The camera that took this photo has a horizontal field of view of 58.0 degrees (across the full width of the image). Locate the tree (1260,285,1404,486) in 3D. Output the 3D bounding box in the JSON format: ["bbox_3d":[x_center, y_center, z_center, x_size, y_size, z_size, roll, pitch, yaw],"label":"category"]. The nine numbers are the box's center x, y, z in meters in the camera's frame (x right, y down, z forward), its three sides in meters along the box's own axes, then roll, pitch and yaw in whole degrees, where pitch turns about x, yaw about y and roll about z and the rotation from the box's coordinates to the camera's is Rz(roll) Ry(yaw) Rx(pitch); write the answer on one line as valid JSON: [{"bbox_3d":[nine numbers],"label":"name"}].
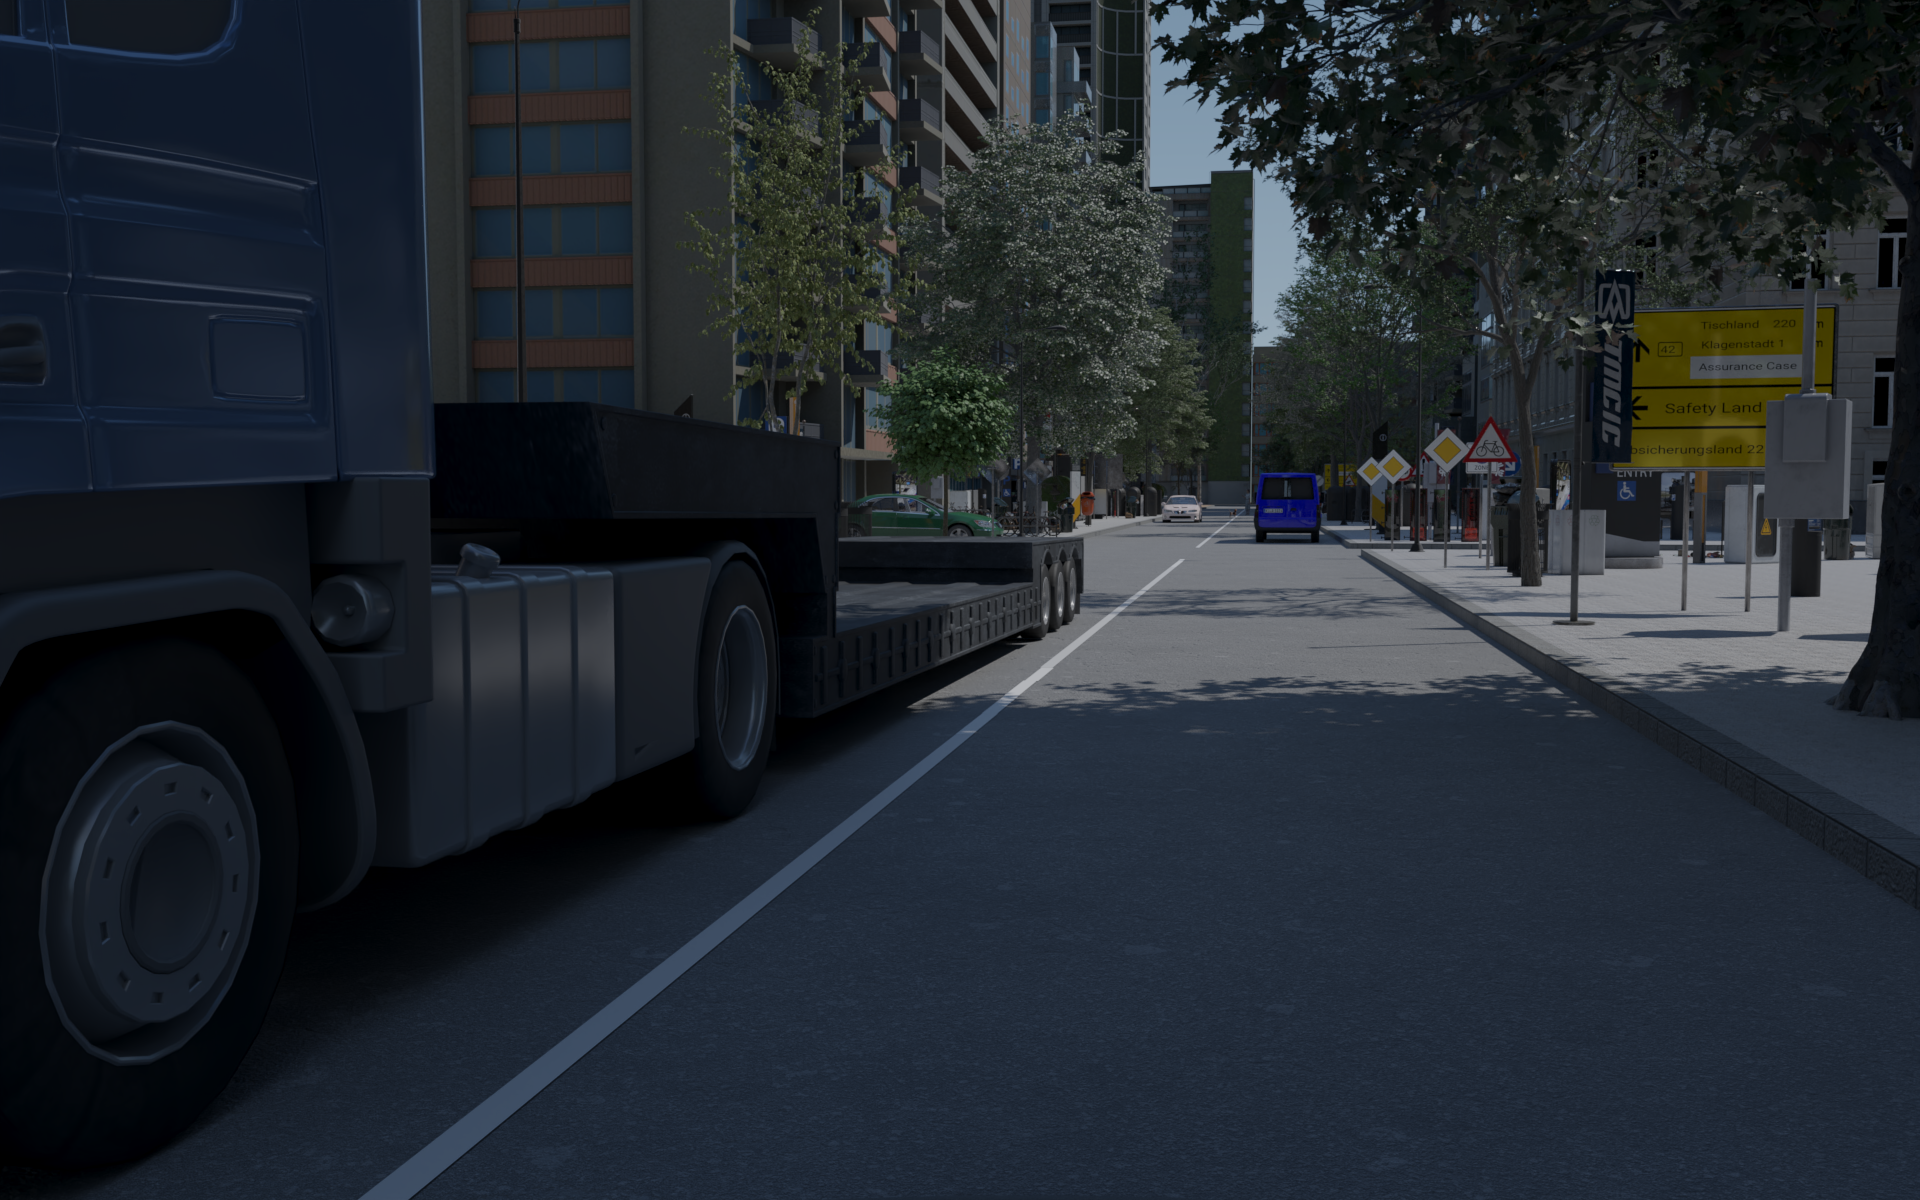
[{"bbox_3d":[19.338,-10.598,91.404,7.486,12.596,7.792,0,3,0],"label":"tree"}]

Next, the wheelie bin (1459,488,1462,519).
[{"bbox_3d":[26.217,-4.998,89.629,0.980,1.594,0.693,3,5,41],"label":"wheelie bin"}]

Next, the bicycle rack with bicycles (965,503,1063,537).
[{"bbox_3d":[1.733,-2.341,51.659,2.925,0.926,2.852,0,4,-2],"label":"bicycle rack with bicycles"}]

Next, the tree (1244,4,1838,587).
[{"bbox_3d":[8.037,-5.486,24.114,8.767,10.594,7.601,1,4,11],"label":"tree"}]

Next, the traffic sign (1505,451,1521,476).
[{"bbox_3d":[15.808,-3.056,50.071,0.768,2.556,0.104,1,4,15],"label":"traffic sign"}]

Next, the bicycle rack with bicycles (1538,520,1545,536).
[{"bbox_3d":[18.178,-2.474,53.830,2.925,0.926,2.852,0,4,-4],"label":"bicycle rack with bicycles"}]

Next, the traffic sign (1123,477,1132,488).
[{"bbox_3d":[10.672,-6.737,111.340,0.795,2.450,0.064,1,4,13],"label":"traffic sign"}]

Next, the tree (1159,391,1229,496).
[{"bbox_3d":[21.548,-14.444,161.912,9.928,11.665,9.643,0,3,0],"label":"tree"}]

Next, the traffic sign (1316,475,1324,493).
[{"bbox_3d":[24.154,-7.140,116.838,0.768,2.556,0.104,1,4,13],"label":"traffic sign"}]

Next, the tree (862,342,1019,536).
[{"bbox_3d":[-0.408,-3.291,37.520,4.285,4.588,4.351,0,3,0],"label":"tree"}]

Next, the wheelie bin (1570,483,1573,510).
[{"bbox_3d":[17.406,-2.487,48.572,0.980,1.594,0.693,1,4,14],"label":"wheelie bin"}]

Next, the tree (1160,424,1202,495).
[{"bbox_3d":[20.109,-12.467,154.196,4.360,8.622,3.978,0,3,0],"label":"tree"}]

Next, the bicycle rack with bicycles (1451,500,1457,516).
[{"bbox_3d":[30.847,-5.606,105.044,2.852,0.926,2.925,-1,4,-17],"label":"bicycle rack with bicycles"}]

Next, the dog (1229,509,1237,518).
[{"bbox_3d":[16.533,-5.239,104.952,0.406,0.507,0.540,1,4,19],"label":"dog"}]

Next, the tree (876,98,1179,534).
[{"bbox_3d":[2.272,-9.139,56.080,9.857,13.997,8.962,0,3,0],"label":"tree"}]

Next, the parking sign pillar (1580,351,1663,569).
[{"bbox_3d":[11.532,-2.552,30.205,1.447,3.967,1.447,0,4,-7],"label":"parking sign pillar"}]

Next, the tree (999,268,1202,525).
[{"bbox_3d":[5.207,-8.345,70.859,8.767,10.594,7.601,1,4,11],"label":"tree"}]

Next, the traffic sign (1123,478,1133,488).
[{"bbox_3d":[10.939,-6.766,112.753,0.606,2.300,0.079,1,4,11],"label":"traffic sign"}]

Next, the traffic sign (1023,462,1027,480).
[{"bbox_3d":[2.539,-3.870,63.388,0.768,2.556,0.104,1,4,18],"label":"traffic sign"}]

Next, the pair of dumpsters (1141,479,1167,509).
[{"bbox_3d":[12.577,-6.719,112.346,1.574,2.255,4.437,1,4,10],"label":"pair of dumpsters"}]

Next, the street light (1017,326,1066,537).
[{"bbox_3d":[2.239,-4.614,47.979,1.470,5.913,1.316,1,4,10],"label":"street light"}]

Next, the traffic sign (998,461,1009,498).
[{"bbox_3d":[1.421,-3.894,63.779,0.768,2.556,0.104,1,4,16],"label":"traffic sign"}]

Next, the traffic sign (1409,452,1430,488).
[{"bbox_3d":[14.170,-3.240,52.981,0.884,2.594,0.081,1,4,17],"label":"traffic sign"}]

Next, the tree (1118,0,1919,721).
[{"bbox_3d":[5.610,-5.668,9.677,9.611,12.733,9.660,0,3,0],"label":"tree"}]

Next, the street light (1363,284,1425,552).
[{"bbox_3d":[9.606,-4.026,38.361,1.470,5.913,1.316,1,4,10],"label":"street light"}]

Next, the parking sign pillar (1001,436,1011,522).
[{"bbox_3d":[2.136,-5.597,79.977,1.447,3.967,1.447,0,4,0],"label":"parking sign pillar"}]

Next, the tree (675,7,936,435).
[{"bbox_3d":[-2.602,-4.704,27.271,4.737,8.622,4.395,0,3,0],"label":"tree"}]

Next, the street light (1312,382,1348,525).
[{"bbox_3d":[15.315,-6.047,71.408,1.470,5.913,1.316,1,4,10],"label":"street light"}]

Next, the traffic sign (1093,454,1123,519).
[{"bbox_3d":[7.126,-5.751,87.908,2.265,3.308,0.079,1,4,15],"label":"traffic sign"}]

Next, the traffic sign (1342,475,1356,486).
[{"bbox_3d":[25.402,-6.919,113.125,0.884,2.594,0.081,1,4,14],"label":"traffic sign"}]

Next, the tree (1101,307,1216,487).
[{"bbox_3d":[11.570,-11.405,104.599,7.486,12.596,7.792,0,3,0],"label":"tree"}]

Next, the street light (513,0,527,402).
[{"bbox_3d":[-3.375,-2.616,15.319,1.470,5.913,1.316,1,4,10],"label":"street light"}]

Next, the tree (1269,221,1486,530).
[{"bbox_3d":[14.916,-8.305,61.546,9.928,11.665,9.643,0,3,0],"label":"tree"}]

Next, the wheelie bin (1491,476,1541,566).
[{"bbox_3d":[9.832,-1.393,30.684,0.693,1.594,0.980,-2,4,-34],"label":"wheelie bin"}]

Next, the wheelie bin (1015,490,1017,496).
[{"bbox_3d":[4.189,-6.860,120.072,0.980,1.594,0.693,2,4,27],"label":"wheelie bin"}]

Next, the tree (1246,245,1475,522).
[{"bbox_3d":[18.477,-10.345,79.509,12.009,13.543,11.850,0,3,0],"label":"tree"}]

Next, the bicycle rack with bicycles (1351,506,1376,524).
[{"bbox_3d":[18.233,-3.763,74.906,2.852,0.926,2.925,-2,4,-24],"label":"bicycle rack with bicycles"}]

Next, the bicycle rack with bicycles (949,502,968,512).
[{"bbox_3d":[0.082,-3.714,74.110,2.925,0.926,2.852,0,4,-7],"label":"bicycle rack with bicycles"}]

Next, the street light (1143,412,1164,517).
[{"bbox_3d":[11.035,-7.636,97.390,1.470,5.913,1.316,1,4,10],"label":"street light"}]

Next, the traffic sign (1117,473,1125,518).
[{"bbox_3d":[8.564,-5.731,93.810,0.768,2.556,0.104,1,4,14],"label":"traffic sign"}]

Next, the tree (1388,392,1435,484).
[{"bbox_3d":[29.761,-10.012,114.061,4.737,8.622,4.395,0,3,0],"label":"tree"}]

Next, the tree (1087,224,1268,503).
[{"bbox_3d":[14.843,-16.229,121.230,12.611,20.169,13.585,0,3,0],"label":"tree"}]
